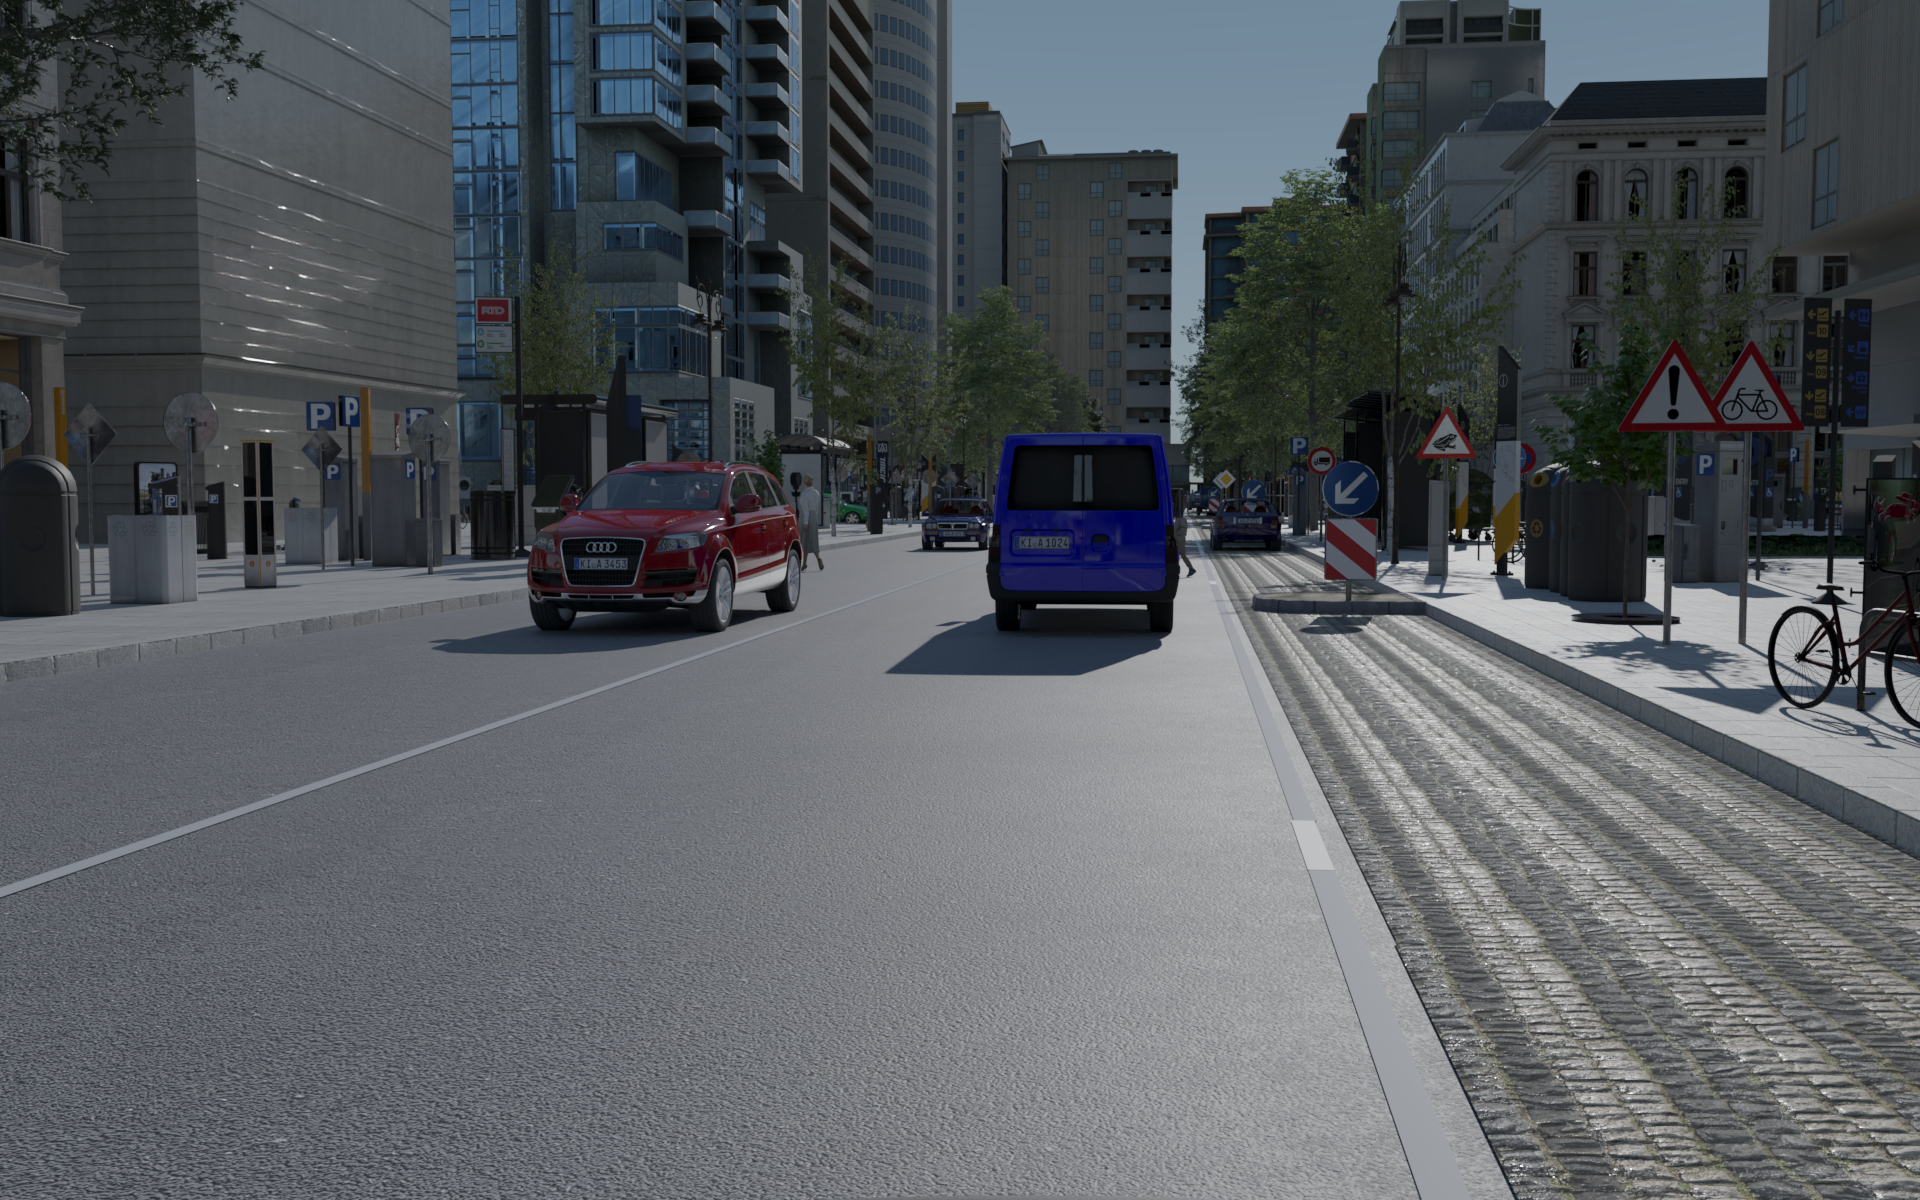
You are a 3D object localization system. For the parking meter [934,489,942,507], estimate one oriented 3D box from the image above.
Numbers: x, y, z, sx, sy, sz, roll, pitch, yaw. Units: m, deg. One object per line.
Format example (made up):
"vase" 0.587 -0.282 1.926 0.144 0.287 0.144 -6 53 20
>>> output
"parking meter" -1.023 -4.392 80.212 0.372 1.533 0.369 0 3 0

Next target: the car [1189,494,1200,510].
"car" 21.527 -8.987 156.725 2.009 1.686 4.222 0 4 7

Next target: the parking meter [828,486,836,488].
"parking meter" -6.348 -4.919 86.143 0.255 1.863 0.399 -3 4 -37

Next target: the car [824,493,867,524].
"car" -5.919 -4.111 76.014 4.718 1.807 1.959 0 4 8

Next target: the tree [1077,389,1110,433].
"tree" 12.627 -16.393 185.031 9.611 12.733 9.660 0 3 0

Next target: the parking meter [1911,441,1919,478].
"parking meter" 10.457 -0.797 18.736 0.255 1.863 0.399 1 4 14

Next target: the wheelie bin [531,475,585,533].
"wheelie bin" -6.606 -1.261 28.518 0.980 1.594 0.693 2 4 31

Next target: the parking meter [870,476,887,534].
"parking meter" -2.654 -3.032 55.282 0.399 1.863 0.255 -2 4 -29

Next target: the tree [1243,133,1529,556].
"tree" 9.107 -5.215 35.626 4.737 8.622 4.395 0 3 0

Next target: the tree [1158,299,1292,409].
"tree" 25.752 -19.066 167.614 12.611 20.169 13.585 0 3 0

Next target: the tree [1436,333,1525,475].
"tree" 24.116 -7.916 79.787 4.360 8.622 3.978 0 3 0

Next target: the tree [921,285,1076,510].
"tree" 1.657 -10.756 93.990 7.486 12.596 7.792 0 3 0

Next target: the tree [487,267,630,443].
"tree" -12.793 -6.425 55.408 4.360 8.622 3.978 0 3 0

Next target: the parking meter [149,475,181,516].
"parking meter" -10.587 -0.899 23.108 0.372 1.533 0.369 0 3 0

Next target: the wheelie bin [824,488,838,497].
"wheelie bin" -6.325 -4.667 84.220 0.980 1.594 0.693 2 4 29

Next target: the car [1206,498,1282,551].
"car" 7.350 -1.967 44.738 1.945 1.354 3.894 0 4 7

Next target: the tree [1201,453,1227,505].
"tree" 30.226 -15.383 201.867 4.360 8.622 3.978 0 3 0

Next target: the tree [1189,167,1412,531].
"tree" 12.296 -8.747 61.142 7.486 12.596 7.792 0 3 0

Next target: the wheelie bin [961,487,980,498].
"wheelie bin" 0.529 -4.584 82.862 0.980 1.594 0.693 -3 5 -43

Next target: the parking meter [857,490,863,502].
"parking meter" -6.381 -6.256 110.688 0.372 1.533 0.369 0 3 0

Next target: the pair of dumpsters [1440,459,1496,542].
"pair of dumpsters" 13.881 -2.810 48.431 1.574 2.255 4.437 0 4 7

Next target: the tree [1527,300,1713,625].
"tree" 6.744 -1.401 17.509 1.663 3.219 1.824 0 3 0

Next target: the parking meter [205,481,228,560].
"parking meter" -14.622 -1.568 34.056 0.372 1.533 0.369 0 3 0

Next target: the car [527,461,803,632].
"car" -3.218 -0.680 19.789 2.281 1.827 5.304 0 4 8

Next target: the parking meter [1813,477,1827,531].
"parking meter" 29.602 -3.295 59.590 0.255 1.863 0.399 0 4 -2

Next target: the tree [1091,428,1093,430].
"tree" 12.023 -13.787 175.786 4.737 8.622 4.395 0 3 0

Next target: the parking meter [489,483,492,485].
"parking meter" -24.110 -5.128 89.551 0.399 1.863 0.255 2 4 35

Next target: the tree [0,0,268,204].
"tree" -8.567 -4.744 11.982 8.767 10.594 7.601 -1 4 -16

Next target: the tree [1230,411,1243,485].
"tree" 15.953 -8.413 87.914 4.737 8.622 4.395 0 3 0

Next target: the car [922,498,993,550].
"car" 0.022 -2.020 45.601 1.945 1.354 3.894 0 4 6

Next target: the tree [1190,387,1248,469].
"tree" 22.785 -13.157 140.868 9.928 11.665 9.643 0 3 0

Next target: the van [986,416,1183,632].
"van" 1.465 -0.939 19.732 2.240 2.365 5.245 0 4 6

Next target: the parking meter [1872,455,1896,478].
"parking meter" 13.820 -1.237 25.942 0.255 1.863 0.399 3 4 38

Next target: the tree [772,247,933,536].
"tree" -3.632 -6.220 52.063 4.737 8.622 4.395 0 3 0

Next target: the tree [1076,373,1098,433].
"tree" 7.344 -13.841 144.424 7.486 12.596 7.792 0 3 0

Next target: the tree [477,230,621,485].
"tree" -11.813 -6.050 49.280 4.737 8.622 4.395 0 3 0

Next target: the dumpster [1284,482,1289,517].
"dumpster" 15.096 -4.473 78.892 1.264 1.857 1.865 0 4 7

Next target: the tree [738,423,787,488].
"tree" -5.172 -3.222 47.278 1.663 3.219 1.824 0 3 0

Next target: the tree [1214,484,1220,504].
"tree" 33.492 -14.230 227.263 1.663 3.219 1.824 0 3 0

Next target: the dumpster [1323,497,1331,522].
"dumpster" 17.150 -4.647 78.468 1.502 2.255 1.985 0 4 7

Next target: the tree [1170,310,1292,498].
"tree" 19.578 -13.123 121.211 9.857 13.997 8.962 0 3 0

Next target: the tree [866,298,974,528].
"tree" -1.691 -7.087 66.242 4.360 8.622 3.978 0 3 0

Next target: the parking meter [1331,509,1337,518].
"parking meter" 14.415 -3.545 66.377 0.372 1.533 0.369 0 3 0

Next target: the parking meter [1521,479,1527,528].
"parking meter" 20.102 -3.450 62.122 0.399 1.863 0.255 1 4 22

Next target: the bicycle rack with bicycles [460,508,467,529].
"bicycle rack with bicycles" -19.851 -3.089 63.888 2.852 0.926 2.925 -3 5 -40

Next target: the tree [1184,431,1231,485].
"tree" 31.981 -17.443 219.599 8.767 10.594 7.601 3 4 36

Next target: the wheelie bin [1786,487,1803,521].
"wheelie bin" 39.381 -4.505 81.570 0.693 1.594 0.980 -1 4 -21

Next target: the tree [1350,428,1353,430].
"tree" 30.917 -10.774 126.515 4.360 8.622 3.978 0 3 0

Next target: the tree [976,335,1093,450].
"tree" 5.487 -13.487 130.886 12.009 13.543 11.850 0 3 0

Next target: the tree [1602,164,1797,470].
"tree" 16.603 -5.467 39.754 4.737 8.622 4.395 0 3 0

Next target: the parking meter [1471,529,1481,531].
"parking meter" 17.045 -2.986 57.235 0.372 1.533 0.369 0 3 0
